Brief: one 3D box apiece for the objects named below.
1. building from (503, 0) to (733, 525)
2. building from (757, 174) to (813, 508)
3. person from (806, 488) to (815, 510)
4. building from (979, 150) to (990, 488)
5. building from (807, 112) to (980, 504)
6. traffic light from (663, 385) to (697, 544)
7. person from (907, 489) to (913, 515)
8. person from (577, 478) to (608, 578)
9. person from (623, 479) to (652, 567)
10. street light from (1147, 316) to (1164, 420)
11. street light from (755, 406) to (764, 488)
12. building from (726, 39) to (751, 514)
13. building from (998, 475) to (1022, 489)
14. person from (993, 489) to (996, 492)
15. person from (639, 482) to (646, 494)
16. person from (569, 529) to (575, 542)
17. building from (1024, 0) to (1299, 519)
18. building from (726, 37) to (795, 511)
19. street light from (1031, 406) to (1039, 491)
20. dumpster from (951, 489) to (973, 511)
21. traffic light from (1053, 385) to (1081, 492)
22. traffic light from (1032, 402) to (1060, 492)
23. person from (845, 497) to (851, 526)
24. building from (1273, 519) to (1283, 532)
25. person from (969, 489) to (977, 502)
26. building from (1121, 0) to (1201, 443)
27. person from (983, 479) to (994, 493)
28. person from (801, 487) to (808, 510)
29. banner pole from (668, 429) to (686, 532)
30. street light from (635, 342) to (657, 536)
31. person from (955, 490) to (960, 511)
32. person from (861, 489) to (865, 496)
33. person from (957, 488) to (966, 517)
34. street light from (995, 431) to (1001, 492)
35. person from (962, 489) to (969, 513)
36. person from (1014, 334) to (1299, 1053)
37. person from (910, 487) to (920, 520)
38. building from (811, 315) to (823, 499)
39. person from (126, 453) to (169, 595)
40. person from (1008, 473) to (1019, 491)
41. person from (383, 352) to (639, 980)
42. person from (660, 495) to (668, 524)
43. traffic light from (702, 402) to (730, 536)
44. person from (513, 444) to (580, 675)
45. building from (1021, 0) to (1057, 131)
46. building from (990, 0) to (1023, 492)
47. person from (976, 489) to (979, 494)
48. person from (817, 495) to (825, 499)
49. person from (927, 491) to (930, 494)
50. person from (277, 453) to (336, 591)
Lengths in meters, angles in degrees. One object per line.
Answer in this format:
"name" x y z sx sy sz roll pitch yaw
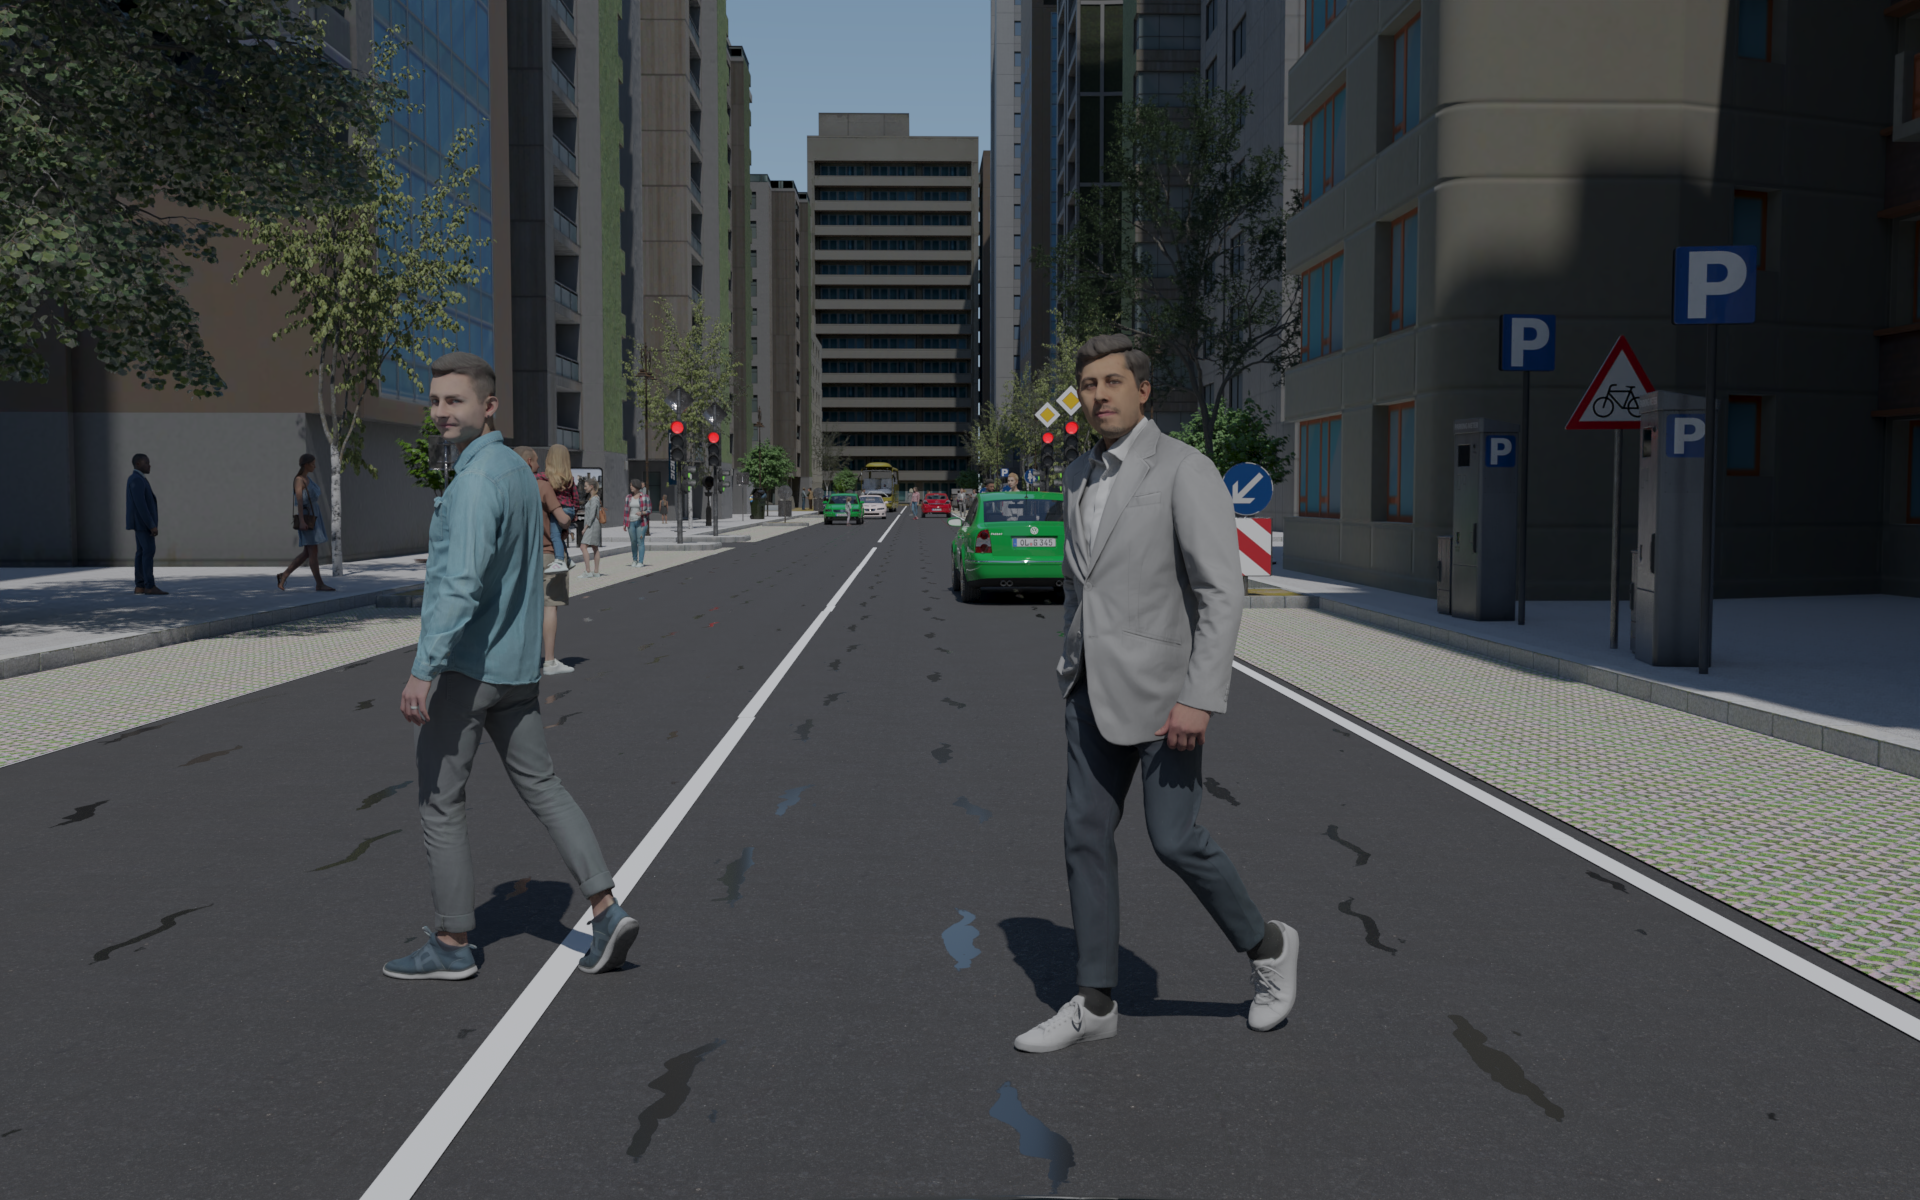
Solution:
"building" -18.972 -24.494 84.075 14.154 41.232 14.086 0 4 -1
"building" -21.025 -23.667 158.658 14.160 30.474 14.107 0 4 -1
"person" -12.371 -8.373 143.037 0.705 1.812 1.348 2 4 32
"building" 9.768 -34.876 220.328 14.200 45.320 14.600 0 4 -1
"building" -8.478 -36.692 223.615 21.600 48.544 21.300 0 4 -1
"traffic light" -7.210 -3.405 44.596 0.839 4.253 0.868 0 4 -1
"person" -3.358 -6.570 116.098 0.537 1.800 0.526 -3 4 -36
"person" -6.289 -1.230 29.621 0.522 1.701 0.512 -1 4 -12
"person" -6.276 -1.494 33.762 0.563 1.720 0.643 1 4 13
"street light" 4.932 -4.390 44.559 0.468 5.910 1.993 0 4 -1
"street light" -10.485 -7.217 90.777 0.468 5.910 1.993 0 4 -1
"building" -20.440 -20.473 106.428 14.160 30.474 14.107 0 4 -1
"building" 19.967 -28.718 161.425 32.217 40.220 23.993 0 4 -1
"person" 3.194 -9.309 158.339 0.705 1.812 1.348 -1 4 -22
"person" -13.967 -4.290 76.280 0.635 1.810 0.391 1 4 20
"person" -10.283 -2.407 45.271 0.514 1.842 0.818 2 4 29
"building" 14.911 -41.003 108.643 20.563 71.187 20.611 0 4 -1
"building" -29.990 -27.332 138.762 32.217 40.220 23.993 0 4 -1
"street light" 3.880 -7.117 89.146 0.468 5.910 1.993 0 4 -1
"dumpster" 0.164 -8.413 145.762 1.865 1.857 1.264 0 4 -2
"traffic light" 2.847 -3.422 44.870 0.839 4.253 0.868 0 4 -1
"traffic light" 2.642 -3.910 52.853 0.839 4.253 0.868 0 4 -1
"person" -5.036 -4.015 78.416 0.425 1.301 0.394 3 5 40
"building" 20.961 -38.330 64.946 20.611 71.187 20.563 0 4 -1
"person" 0.902 -7.033 123.855 0.716 1.782 0.532 3 4 38
"building" 14.702 -24.504 84.243 14.154 41.232 14.086 0 4 -1
"person" 0.654 -1.912 40.108 0.721 1.781 0.623 1 4 12
"person" -12.486 -8.107 138.673 0.705 1.814 1.350 -1 4 -22
"banner pole" -9.645 -4.202 58.715 0.863 3.779 0.401 3 5 45
"street light" -9.556 -4.896 52.838 0.468 5.910 1.993 0 4 -1
"person" -0.197 -8.264 144.301 0.721 1.739 1.217 1 4 15
"person" -6.445 -6.603 116.636 0.466 1.800 0.511 -1 4 -10
"person" 0.145 -6.043 107.503 0.606 1.804 0.583 -1 4 -19
"street light" 2.738 -9.432 127.004 0.468 5.910 1.993 0 4 -1
"person" 0.286 -7.622 133.100 0.705 1.826 1.348 2 4 30
"person" 0.516 0.232 4.557 0.795 1.843 0.661 -2 4 -34
"person" -2.523 -5.394 96.705 0.555 1.821 0.388 1 4 22
"building" -30.194 -20.985 188.139 28.899 21.520 27.650 0 4 -1
"person" -10.461 -0.976 22.181 0.419 1.800 0.721 -3 4 -38
"person" 0.927 -1.217 28.754 0.624 1.780 0.694 -1 4 -20
"person" -1.350 0.201 5.071 0.748 1.841 0.638 1 4 16
"person" -12.764 -3.909 74.630 0.362 1.253 0.373 -1 4 -10
"traffic light" -7.416 -3.893 52.579 0.839 4.253 0.868 0 4 -1
"person" -3.317 -0.329 13.850 0.580 1.828 0.573 -1 4 -22
"building" 12.273 -30.085 142.005 14.600 45.320 14.200 0 4 -1
"building" 13.762 -39.477 187.449 21.231 58.520 28.212 0 4 -1
"person" 1.944 -11.242 189.472 1.348 1.869 0.705 1 4 8
"person" -14.173 -10.300 174.591 1.348 1.807 0.705 0 4 5
"person" -2.609 -8.372 146.192 0.445 1.727 0.742 0 4 -5
"person" -8.596 -1.012 22.679 0.778 1.811 0.616 0 4 -1
